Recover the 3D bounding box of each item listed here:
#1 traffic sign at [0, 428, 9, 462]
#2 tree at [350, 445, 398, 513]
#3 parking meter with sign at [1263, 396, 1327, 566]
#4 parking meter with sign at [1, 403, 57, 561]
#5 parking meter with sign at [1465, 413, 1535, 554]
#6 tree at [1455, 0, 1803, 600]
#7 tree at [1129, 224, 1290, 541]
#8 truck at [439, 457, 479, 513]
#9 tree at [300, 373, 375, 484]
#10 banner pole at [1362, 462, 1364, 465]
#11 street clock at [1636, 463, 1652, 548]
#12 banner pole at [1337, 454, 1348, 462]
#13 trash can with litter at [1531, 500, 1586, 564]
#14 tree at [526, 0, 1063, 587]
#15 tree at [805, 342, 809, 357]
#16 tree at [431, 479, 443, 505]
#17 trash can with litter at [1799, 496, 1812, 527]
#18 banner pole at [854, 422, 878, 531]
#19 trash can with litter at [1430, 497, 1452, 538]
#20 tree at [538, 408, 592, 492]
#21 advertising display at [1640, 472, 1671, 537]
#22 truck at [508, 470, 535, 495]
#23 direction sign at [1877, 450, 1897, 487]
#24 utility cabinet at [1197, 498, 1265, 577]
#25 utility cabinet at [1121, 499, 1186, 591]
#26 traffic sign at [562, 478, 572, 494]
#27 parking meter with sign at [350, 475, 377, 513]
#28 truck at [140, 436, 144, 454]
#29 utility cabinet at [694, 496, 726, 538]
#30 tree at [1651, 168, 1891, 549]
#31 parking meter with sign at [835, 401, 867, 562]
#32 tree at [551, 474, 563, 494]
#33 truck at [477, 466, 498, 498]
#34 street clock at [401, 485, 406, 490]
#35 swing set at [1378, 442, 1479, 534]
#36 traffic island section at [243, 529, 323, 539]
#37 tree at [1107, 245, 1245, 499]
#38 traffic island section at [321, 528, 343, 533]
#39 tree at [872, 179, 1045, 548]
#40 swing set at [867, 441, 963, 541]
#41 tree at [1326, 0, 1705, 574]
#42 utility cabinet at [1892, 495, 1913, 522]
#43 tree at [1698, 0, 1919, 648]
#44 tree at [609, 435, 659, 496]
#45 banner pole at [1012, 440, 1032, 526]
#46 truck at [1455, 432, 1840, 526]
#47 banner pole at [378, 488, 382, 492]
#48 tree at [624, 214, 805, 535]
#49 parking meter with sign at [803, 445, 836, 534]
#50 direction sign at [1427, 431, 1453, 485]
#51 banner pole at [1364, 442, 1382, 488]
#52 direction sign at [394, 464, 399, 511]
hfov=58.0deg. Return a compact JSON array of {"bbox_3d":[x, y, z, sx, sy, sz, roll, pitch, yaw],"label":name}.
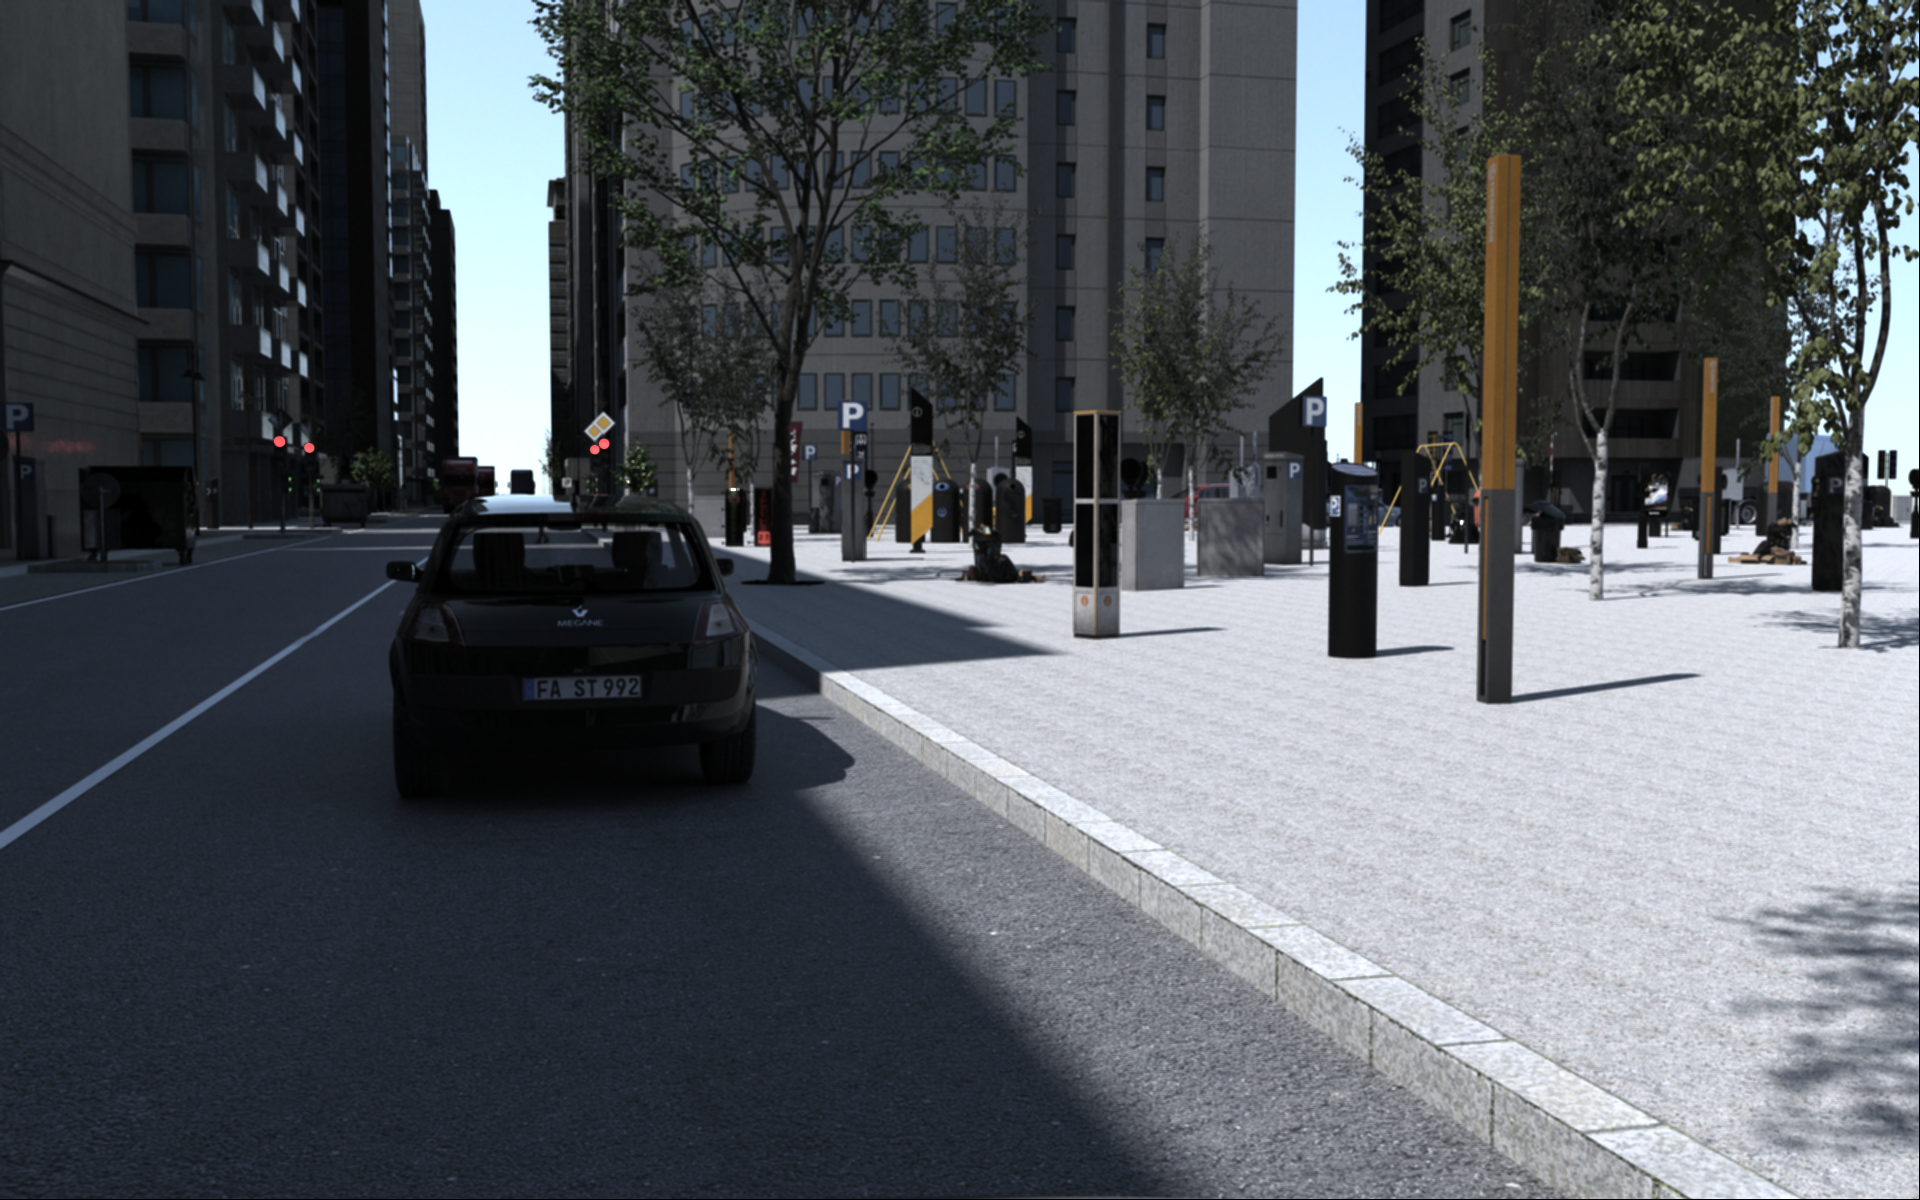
[{"bbox_3d":[-17.493,-1.899,31.148,0.768,2.556,0.104,-1,4,-8],"label":"traffic sign"},{"bbox_3d":[-39.338,-8.089,115.967,4.285,4.588,4.351,0,3,0],"label":"tree"},{"bbox_3d":[5.909,-2.162,31.607,0.543,3.016,1.738,-2,4,-27],"label":"parking meter with sign"},{"bbox_3d":[-18.164,-2.302,33.896,0.543,3.016,1.738,-1,4,-13],"label":"parking meter with sign"},{"bbox_3d":[11.725,-2.497,37.085,1.738,3.016,0.543,1,4,19],"label":"parking meter with sign"},{"bbox_3d":[7.872,-4.311,20.845,4.360,8.622,3.978,0,3,0],"label":"tree"},{"bbox_3d":[6.480,-5.917,47.111,4.360,8.622,3.978,0,3,0],"label":"tree"},{"bbox_3d":[-38.067,-8.754,132.040,2.839,4.237,11.283,-1,4,-15],"label":"truck"},{"bbox_3d":[-37.401,-9.412,104.240,4.360,8.622,3.978,0,3,0],"label":"tree"},{"bbox_3d":[22.737,-6.561,97.297,0.401,3.779,0.863,3,5,41],"label":"banner pole"},{"bbox_3d":[16.159,-2.226,40.960,0.358,2.002,0.471,0,4,5],"label":"street clock"},{"bbox_3d":[23.680,-7.191,107.588,0.863,3.779,0.401,0,4,-1],"label":"banner pole"},{"bbox_3d":[11.182,-1.279,32.292,0.624,1.170,1.055,-2,4,-33],"label":"trash can with litter"},{"bbox_3d":[-2.361,-6.026,24.274,9.928,11.665,9.643,0,3,0],"label":"tree"},{"bbox_3d":[-6.670,-6.309,53.512,4.360,8.622,3.978,0,3,0],"label":"tree"},{"bbox_3d":[-65.783,-13.613,217.172,1.663,3.219,1.824,0,3,0],"label":"tree"},{"bbox_3d":[33.755,-3.558,69.236,2.233,1.210,1.678,-1,4,-20],"label":"trash can with litter"},{"bbox_3d":[-3.295,-4.313,60.538,0.863,3.779,0.401,0,4,2],"label":"banner pole"},{"bbox_3d":[14.513,-2.421,50.636,2.233,1.210,1.678,0,4,-1],"label":"trash can with litter"},{"bbox_3d":[-33.391,-12.068,147.679,4.737,8.622,4.395,0,3,0],"label":"tree"},{"bbox_3d":[20.734,-2.840,51.643,0.123,1.923,0.974,-2,4,-30],"label":"advertising display"},{"bbox_3d":[-46.621,-11.938,184.941,2.967,4.110,18.799,-1,4,-15],"label":"truck"},{"bbox_3d":[47.896,-5.965,89.524,0.876,3.537,0.379,1,4,14],"label":"direction sign"},{"bbox_3d":[4.216,-0.969,27.000,1.020,1.237,0.306,0,4,4],"label":"utility cabinet"},{"bbox_3d":[2.591,-0.741,23.273,1.020,1.237,0.306,-3,5,-44],"label":"utility cabinet"},{"bbox_3d":[-25.147,-6.651,110.869,0.606,2.300,0.079,-1,4,-11],"label":"traffic sign"},{"bbox_3d":[-41.005,-7.508,119.019,1.738,3.016,0.543,-1,4,-18],"label":"parking meter with sign"},{"bbox_3d":[-32.502,-4.187,57.377,11.283,4.237,2.839,-1,4,-12],"label":"truck"},{"bbox_3d":[-7.377,-2.416,50.661,1.020,1.237,0.306,-1,4,-16],"label":"utility cabinet"},{"bbox_3d":[19.331,-5.502,40.319,4.360,8.622,3.978,0,3,0],"label":"tree"},{"bbox_3d":[-2.024,-2.264,33.275,0.543,3.016,1.738,0,4,-1],"label":"parking meter with sign"},{"bbox_3d":[-35.373,-9.757,154.126,1.663,3.219,1.824,0,3,0],"label":"tree"},{"bbox_3d":[-48.307,-11.387,175.083,2.839,4.237,11.283,-1,4,-16],"label":"truck"},{"bbox_3d":[-43.846,-8.071,136.524,0.358,2.002,0.471,-2,4,-31],"label":"street clock"},{"bbox_3d":[14.884,-3.439,53.852,2.862,2.851,3.119,0,4,-4],"label":"swing set"},{"bbox_3d":[-22.106,-2.093,56.499,2.009,0.180,2.903,-1,4,-14],"label":"traffic island section"},{"bbox_3d":[6.233,-6.236,52.321,4.737,8.622,4.395,0,3,0],"label":"tree"},{"bbox_3d":[-24.054,-2.567,64.244,2.009,0.180,2.903,-1,4,-14],"label":"traffic island section"},{"bbox_3d":[0.197,-5.540,40.939,4.360,8.622,3.978,0,3,0],"label":"tree"},{"bbox_3d":[-1.072,-3.110,48.474,2.862,2.851,3.119,0,4,-7],"label":"swing set"},{"bbox_3d":[8.131,-4.708,27.335,4.737,8.622,4.395,0,3,0],"label":"tree"},{"bbox_3d":[44.126,-4.277,81.088,1.020,1.237,0.306,-2,4,-24],"label":"utility cabinet"},{"bbox_3d":[7.204,-3.910,14.290,4.737,8.622,4.395,0,3,0],"label":"tree"},{"bbox_3d":[-10.762,-3.836,57.327,1.663,3.219,1.824,0,3,0],"label":"tree"},{"bbox_3d":[2.514,-4.930,70.627,0.863,3.779,0.401,1,4,10],"label":"banner pole"},{"bbox_3d":[29.866,-5.093,73.027,18.799,4.110,2.967,-1,4,-15],"label":"truck"},{"bbox_3d":[-43.385,-8.532,129.514,0.863,3.779,0.401,2,4,33],"label":"banner pole"},{"bbox_3d":[-7.006,-5.834,45.755,4.360,8.622,3.978,0,3,0],"label":"tree"},{"bbox_3d":[-4.215,-3.685,56.509,1.738,3.016,0.543,3,4,37],"label":"parking meter with sign"},{"bbox_3d":[17.268,-4.303,62.358,0.876,3.537,0.379,0,4,7],"label":"direction sign"},{"bbox_3d":[19.937,-5.686,82.989,0.863,3.779,0.401,-3,4,-36],"label":"banner pole"},{"bbox_3d":[-42.654,-8.500,130.967,0.379,3.537,0.876,-2,4,-26],"label":"direction sign"}]
